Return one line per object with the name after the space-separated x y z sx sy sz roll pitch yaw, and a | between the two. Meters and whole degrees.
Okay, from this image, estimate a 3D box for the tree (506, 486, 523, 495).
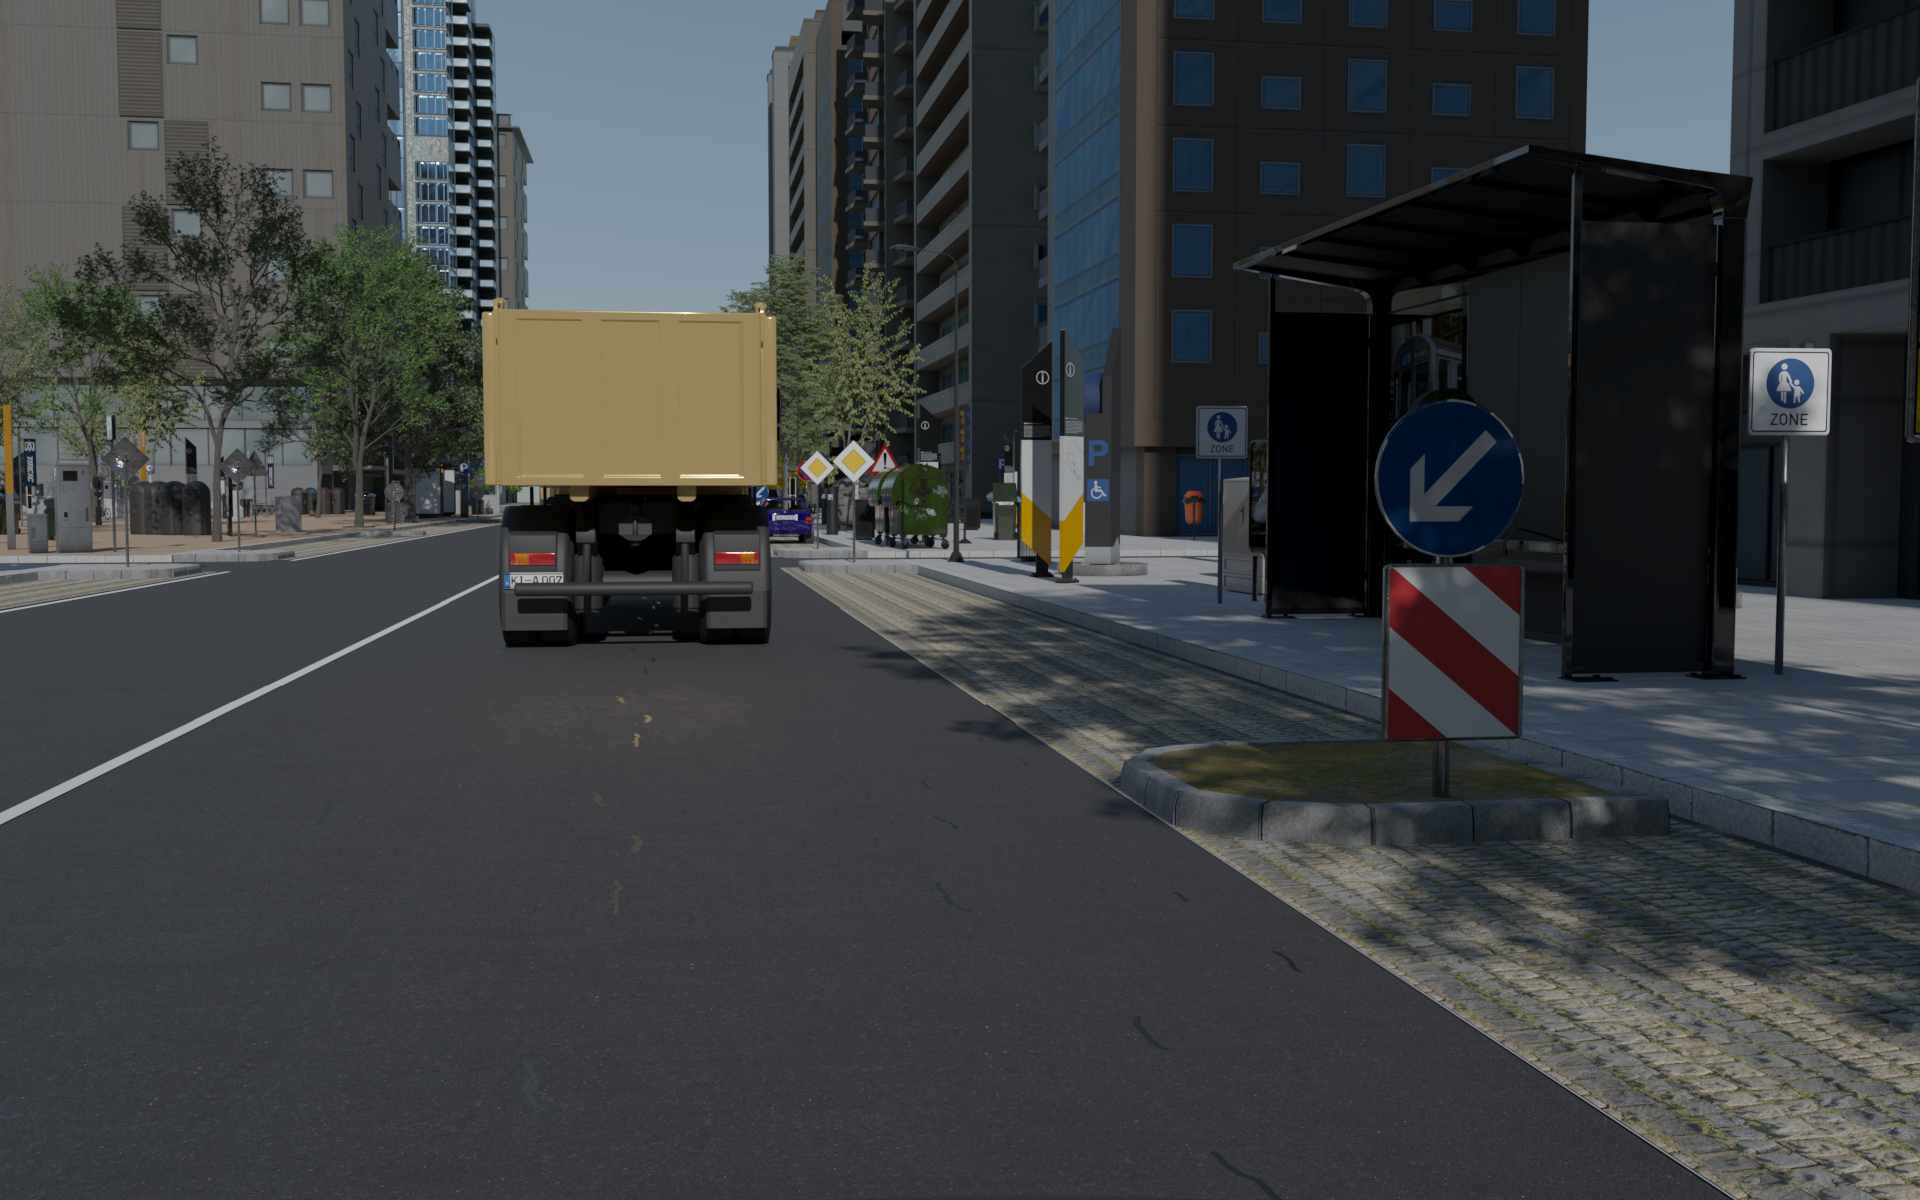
-34.364 -8.524 133.974 1.663 3.219 1.824 0 3 0 | tree

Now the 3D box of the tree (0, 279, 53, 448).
-32.415 -6.562 57.644 4.737 8.622 4.395 0 3 0 | tree

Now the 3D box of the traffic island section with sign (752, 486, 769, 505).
-7.407 -3.308 62.713 1.989 1.847 2.006 -1 4 -10 | traffic island section with sign

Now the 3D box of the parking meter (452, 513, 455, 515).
-31.085 -5.968 105.989 0.372 1.533 0.369 0 3 0 | parking meter

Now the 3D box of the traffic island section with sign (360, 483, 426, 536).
-19.582 -3.139 59.944 1.989 1.847 2.006 -1 4 -10 | traffic island section with sign

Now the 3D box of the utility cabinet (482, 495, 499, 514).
-30.443 -6.179 112.183 1.020 1.237 0.306 -2 4 -33 | utility cabinet

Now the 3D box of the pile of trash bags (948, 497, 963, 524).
-0.725 -4.025 75.556 1.912 1.369 3.447 3 4 37 | pile of trash bags

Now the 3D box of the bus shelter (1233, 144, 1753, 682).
4.152 -1.444 14.887 1.731 3.624 6.357 -1 4 -10 | bus shelter

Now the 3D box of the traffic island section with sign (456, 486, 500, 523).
-24.063 -4.764 86.526 1.989 1.847 2.006 -1 4 -10 | traffic island section with sign

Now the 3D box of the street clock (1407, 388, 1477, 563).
3.324 -0.452 11.959 0.471 2.002 0.358 0 4 -1 | street clock

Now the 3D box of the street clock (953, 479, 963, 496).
-0.091 -4.784 82.793 0.358 2.002 0.471 3 5 42 | street clock

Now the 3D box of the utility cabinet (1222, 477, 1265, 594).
3.744 -0.841 22.435 0.318 1.500 1.173 -1 4 -13 | utility cabinet

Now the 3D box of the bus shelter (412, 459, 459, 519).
-28.373 -6.065 93.091 2.014 3.302 5.546 -1 4 -10 | bus shelter

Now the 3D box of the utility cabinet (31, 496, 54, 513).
-32.736 -3.109 61.997 1.020 1.237 0.306 1 4 23 | utility cabinet

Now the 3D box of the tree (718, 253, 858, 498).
-8.381 -10.007 81.746 7.486 12.596 7.792 0 3 0 | tree

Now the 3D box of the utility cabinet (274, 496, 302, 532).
-22.609 -2.883 58.298 0.306 1.237 1.020 1 4 17 | utility cabinet

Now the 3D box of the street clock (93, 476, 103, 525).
-35.445 -4.077 71.228 0.358 2.002 0.471 0 4 -5 | street clock

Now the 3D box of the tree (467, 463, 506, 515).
-29.657 -6.907 107.535 1.663 3.219 1.824 0 3 0 | tree

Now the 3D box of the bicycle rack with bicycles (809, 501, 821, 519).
-7.028 -5.354 100.919 2.925 0.926 2.852 -1 4 -11 | bicycle rack with bicycles

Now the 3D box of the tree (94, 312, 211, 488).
-30.972 -7.087 66.240 4.737 8.622 4.395 0 3 0 | tree

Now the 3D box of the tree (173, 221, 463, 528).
-22.939 -8.575 65.962 9.928 11.665 9.643 0 3 0 | tree

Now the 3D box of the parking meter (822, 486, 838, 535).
-4.003 -2.806 54.292 0.372 1.533 0.369 0 3 0 | parking meter

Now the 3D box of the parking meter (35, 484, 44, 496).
-51.185 -5.543 96.338 0.399 1.863 0.255 1 4 20 | parking meter

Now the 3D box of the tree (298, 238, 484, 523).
-24.831 -9.852 78.086 9.611 12.733 9.660 0 3 0 | tree

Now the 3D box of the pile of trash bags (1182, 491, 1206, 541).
7.864 -2.323 47.726 3.447 1.369 1.912 0 4 5 | pile of trash bags

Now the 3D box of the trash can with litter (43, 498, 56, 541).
-24.842 -2.226 47.790 1.055 1.170 0.624 3 5 42 | trash can with litter

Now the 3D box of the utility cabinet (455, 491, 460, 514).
-32.171 -6.203 110.090 1.173 1.500 0.318 2 4 28 | utility cabinet

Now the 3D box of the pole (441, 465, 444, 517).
-29.109 -6.330 97.340 0.158 3.312 0.155 0 3 0 | pole

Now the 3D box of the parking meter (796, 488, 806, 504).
-6.366 -3.727 69.340 0.372 1.533 0.369 0 3 0 | parking meter

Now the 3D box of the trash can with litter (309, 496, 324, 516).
-37.418 -5.459 100.634 0.624 1.170 1.055 0 4 1 | trash can with litter

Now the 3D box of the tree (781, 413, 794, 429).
-16.671 -13.563 132.122 12.009 13.543 11.850 0 3 0 | tree

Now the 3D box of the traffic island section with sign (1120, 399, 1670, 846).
1.820 0.039 7.990 1.989 1.847 2.006 -1 4 -10 | traffic island section with sign

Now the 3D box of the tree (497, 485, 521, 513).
-31.273 -10.236 117.728 4.737 8.622 4.395 0 3 0 | tree

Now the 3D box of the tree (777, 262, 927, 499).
-3.251 -6.444 55.714 4.737 8.622 4.395 0 3 0 | tree

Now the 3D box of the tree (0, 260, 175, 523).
-39.260 -9.321 78.153 9.928 11.665 9.643 0 3 0 | tree

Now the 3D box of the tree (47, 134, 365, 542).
-19.923 -6.816 45.856 8.767 10.594 7.601 -1 4 -10 | tree

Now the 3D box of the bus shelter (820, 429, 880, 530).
-4.162 -4.549 65.656 1.731 3.624 6.357 -1 4 -10 | bus shelter

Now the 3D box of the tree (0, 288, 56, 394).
-29.413 -6.172 51.277 4.360 8.622 3.978 0 3 0 | tree

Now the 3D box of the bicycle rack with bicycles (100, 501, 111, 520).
-43.611 -4.413 85.530 2.852 0.926 2.925 -3 5 -44 | bicycle rack with bicycles

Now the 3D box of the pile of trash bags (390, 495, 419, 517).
-31.918 -5.512 99.874 1.912 1.369 3.447 -1 4 -15 | pile of trash bags

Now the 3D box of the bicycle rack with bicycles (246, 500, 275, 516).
-41.627 -5.480 102.986 2.852 0.926 2.925 3 5 41 | bicycle rack with bicycles
